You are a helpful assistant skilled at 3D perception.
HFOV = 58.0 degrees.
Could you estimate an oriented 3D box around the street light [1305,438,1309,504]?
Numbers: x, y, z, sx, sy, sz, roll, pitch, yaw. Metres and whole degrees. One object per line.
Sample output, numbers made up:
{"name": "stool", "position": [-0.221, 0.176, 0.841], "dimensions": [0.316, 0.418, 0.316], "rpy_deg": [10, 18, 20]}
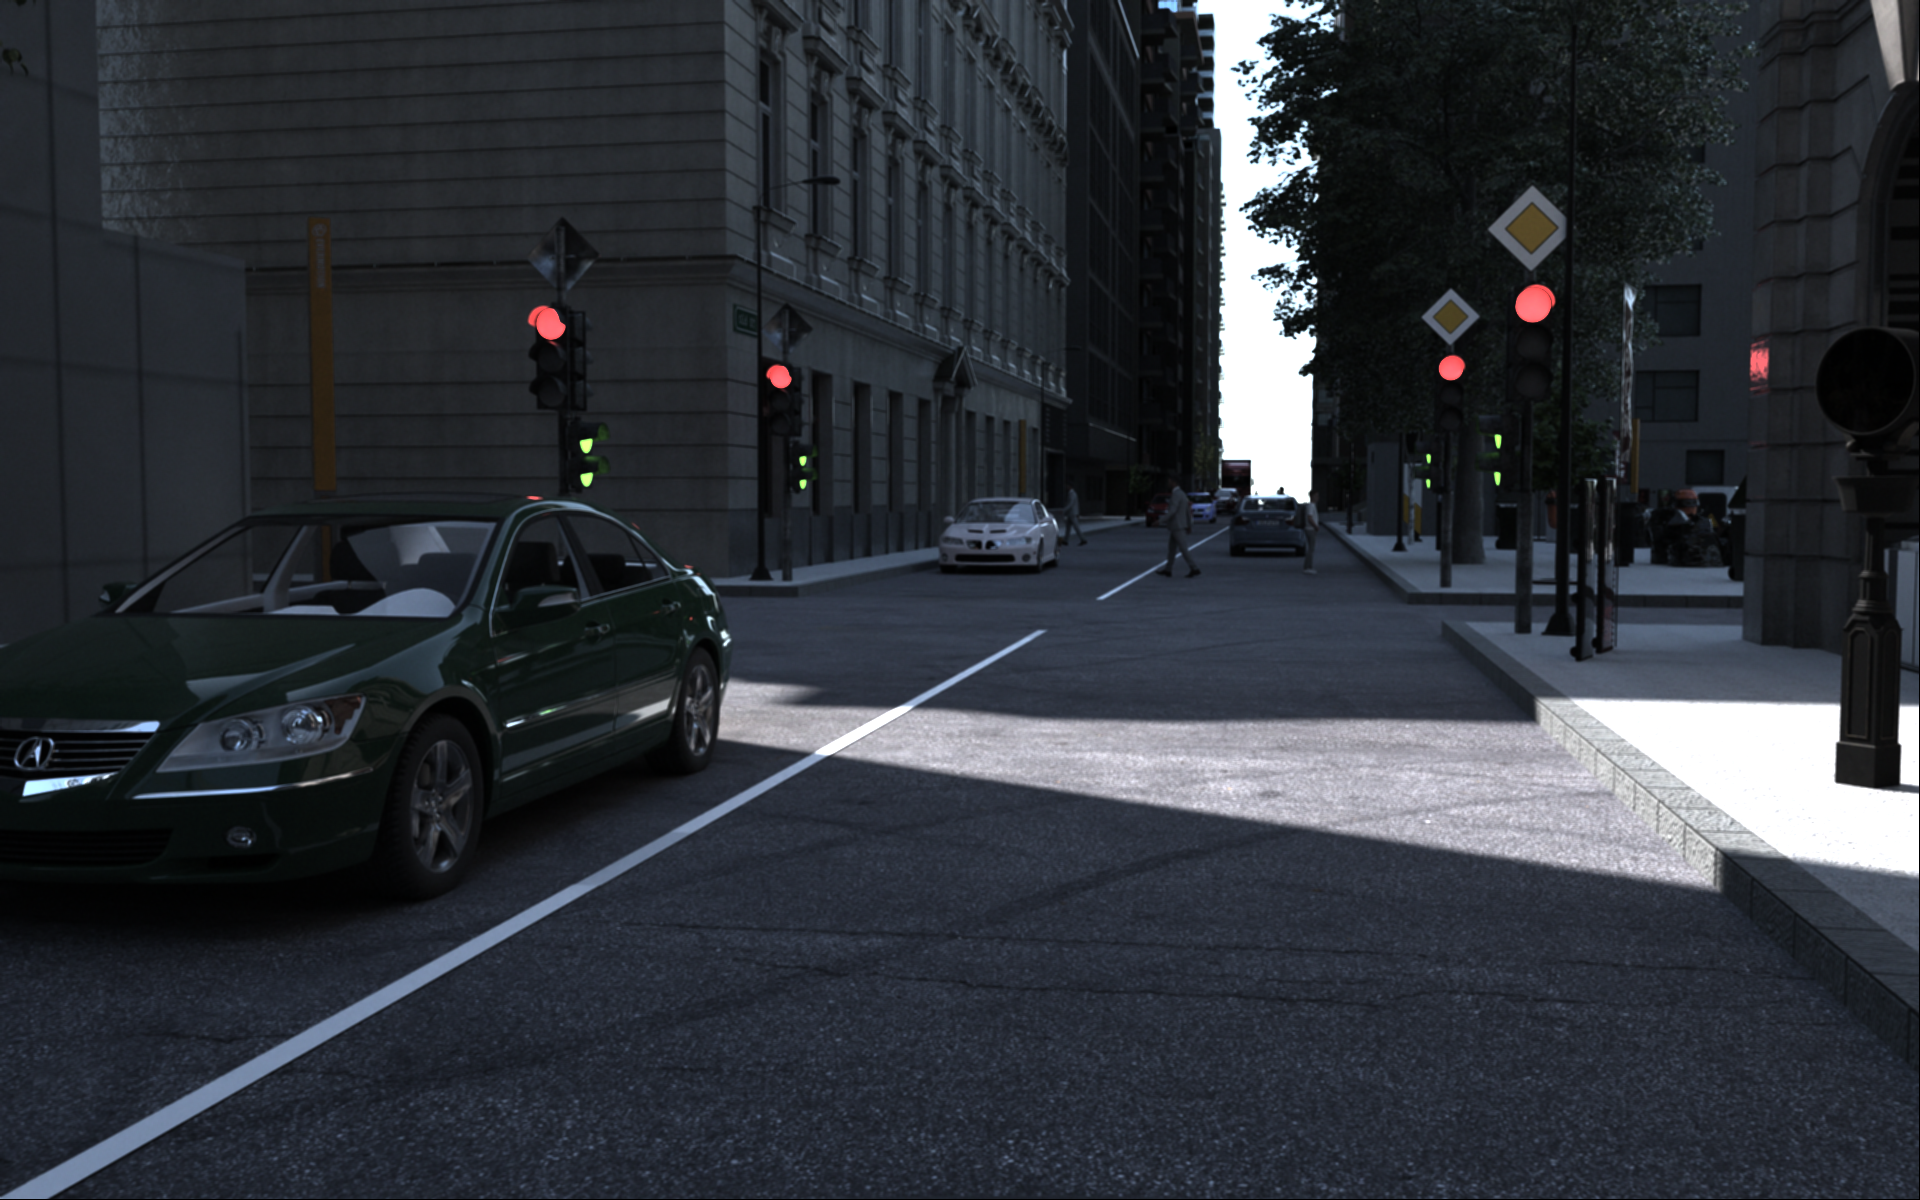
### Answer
{"name": "street light", "position": [23.676, -8.655, 114.057], "dimensions": [1.470, 5.913, 1.316], "rpy_deg": [1, 4, 11]}

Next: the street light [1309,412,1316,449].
{"name": "street light", "position": [20.567, -7.648, 97.583], "dimensions": [1.470, 5.913, 1.316], "rpy_deg": [1, 4, 11]}

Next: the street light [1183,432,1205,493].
{"name": "street light", "position": [17.377, -9.634, 130.053], "dimensions": [1.470, 5.913, 1.316], "rpy_deg": [1, 4, 11]}

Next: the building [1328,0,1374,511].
{"name": "building", "position": [29.796, -27.746, 103.755], "dimensions": [14.600, 45.320, 14.200], "rpy_deg": [1, 4, 11]}

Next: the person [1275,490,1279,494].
{"name": "person", "position": [26.015, -8.141, 141.735], "dimensions": [0.705, 1.807, 1.348], "rpy_deg": [-2, 4, -29]}

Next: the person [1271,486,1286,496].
{"name": "person", "position": [14.087, -4.149, 76.700], "dimensions": [0.532, 1.782, 0.716], "rpy_deg": [-3, 4, -39]}

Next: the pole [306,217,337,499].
{"name": "pole", "position": [-4.752, -1.167, 12.920], "dimensions": [0.158, 3.312, 0.155], "rpy_deg": [0, 3, 0]}

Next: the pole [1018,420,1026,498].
{"name": "pole", "position": [1.708, -3.285, 47.558], "dimensions": [0.158, 3.312, 0.155], "rpy_deg": [0, 3, 0]}

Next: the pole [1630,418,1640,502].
{"name": "pole", "position": [18.239, -3.241, 46.826], "dimensions": [0.158, 3.312, 0.155], "rpy_deg": [0, 3, 0]}

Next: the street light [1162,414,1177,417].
{"name": "street light", "position": [11.935, -7.855, 100.977], "dimensions": [1.470, 5.913, 1.316], "rpy_deg": [1, 4, 11]}

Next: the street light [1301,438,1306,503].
{"name": "street light", "position": [29.168, -10.435, 143.152], "dimensions": [1.470, 5.913, 1.316], "rpy_deg": [1, 4, 11]}

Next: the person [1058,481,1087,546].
{"name": "person", "position": [3.131, -2.412, 48.218], "dimensions": [0.850, 1.792, 0.678], "rpy_deg": [1, 4, 9]}

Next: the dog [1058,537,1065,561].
{"name": "dog", "position": [1.923, -1.091, 37.125], "dimensions": [0.406, 0.507, 0.540], "rpy_deg": [3, 5, 44]}

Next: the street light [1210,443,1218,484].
{"name": "street light", "position": [22.984, -11.410, 159.098], "dimensions": [1.470, 5.913, 1.316], "rpy_deg": [1, 4, 11]}

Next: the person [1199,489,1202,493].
{"name": "person", "position": [15.328, -6.195, 110.570], "dimensions": [1.217, 1.735, 0.721], "rpy_deg": [2, 4, 28]}

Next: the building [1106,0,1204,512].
{"name": "building", "position": [10.632, -30.781, 157.894], "dimensions": [22.147, 44.769, 28.867], "rpy_deg": [1, 4, 11]}

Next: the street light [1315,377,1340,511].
{"name": "street light", "position": [14.823, -5.843, 68.076], "dimensions": [1.470, 5.913, 1.316], "rpy_deg": [1, 4, 11]}

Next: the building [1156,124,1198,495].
{"name": "building", "position": [11.171, -22.306, 136.402], "dimensions": [14.160, 30.474, 14.107], "rpy_deg": [1, 4, 11]}

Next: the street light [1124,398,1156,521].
{"name": "street light", "position": [8.680, -6.804, 83.780], "dimensions": [1.470, 5.913, 1.316], "rpy_deg": [1, 4, 11]}

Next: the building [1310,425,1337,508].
{"name": "building", "position": [43.067, -51.414, 153.294], "dimensions": [22.319, 86.520, 31.000], "rpy_deg": [1, 4, 11]}

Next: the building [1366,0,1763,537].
{"name": "building", "position": [20.877, -17.496, 57.766], "dimensions": [14.160, 30.474, 14.107], "rpy_deg": [1, 4, 11]}

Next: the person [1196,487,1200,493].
{"name": "person", "position": [13.841, -5.631, 100.551], "dimensions": [1.348, 1.826, 0.705], "rpy_deg": [-1, 4, -10]}

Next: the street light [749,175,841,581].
{"name": "street light", "position": [-2.430, -3.239, 25.501], "dimensions": [1.470, 5.913, 1.316], "rpy_deg": [1, 4, 11]}

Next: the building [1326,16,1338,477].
{"name": "building", "position": [37.970, -28.749, 124.664], "dimensions": [22.147, 44.769, 28.867], "rpy_deg": [1, 4, 11]}

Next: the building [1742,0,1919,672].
{"name": "building", "position": [10.520, -9.811, 2.213], "dimensions": [13.314, 21.916, 24.055], "rpy_deg": [1, 4, 11]}

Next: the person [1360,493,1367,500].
{"name": "person", "position": [23.337, -5.604, 98.390], "dimensions": [1.217, 1.735, 0.721], "rpy_deg": [0, 4, 1]}

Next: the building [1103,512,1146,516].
{"name": "building", "position": [2.842, -28.161, 115.059], "dimensions": [22.147, 44.769, 28.867], "rpy_deg": [1, 4, 11]}

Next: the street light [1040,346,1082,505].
{"name": "street light", "position": [3.135, -5.026, 54.723], "dimensions": [1.470, 5.913, 1.316], "rpy_deg": [1, 4, 11]}

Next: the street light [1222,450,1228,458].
{"name": "street light", "position": [27.423, -12.873, 183.021], "dimensions": [1.470, 5.913, 1.316], "rpy_deg": [1, 4, 11]}

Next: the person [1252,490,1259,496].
{"name": "person", "position": [21.506, -7.118, 125.607], "dimensions": [1.217, 1.743, 0.721], "rpy_deg": [0, 4, 2]}

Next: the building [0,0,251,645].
{"name": "building", "position": [-19.487, -34.849, 8.041], "dimensions": [20.611, 71.187, 20.563], "rpy_deg": [1, 4, 11]}

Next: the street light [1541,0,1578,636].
{"name": "street light", "position": [4.960, -2.642, 15.733], "dimensions": [1.470, 5.913, 1.316], "rpy_deg": [1, 4, 11]}

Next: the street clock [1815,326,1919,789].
{"name": "street clock", "position": [4.010, -0.185, 7.594], "dimensions": [0.358, 2.002, 0.471], "rpy_deg": [-2, 4, -29]}

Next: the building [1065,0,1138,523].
{"name": "building", "position": [0.216, -17.600, 81.264], "dimensions": [14.314, 27.812, 24.014], "rpy_deg": [1, 4, 11]}

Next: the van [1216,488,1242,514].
{"name": "van", "position": [19.523, -7.284, 126.112], "dimensions": [2.013, 2.044, 4.112], "rpy_deg": [1, 4, 12]}

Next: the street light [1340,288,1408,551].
{"name": "street light", "position": [9.342, -4.054, 38.819], "dimensions": [1.470, 5.913, 1.316], "rpy_deg": [1, 4, 11]}

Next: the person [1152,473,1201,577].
{"name": "person", "position": [3.758, -1.291, 29.876], "dimensions": [0.850, 1.792, 0.678], "rpy_deg": [1, 4, 22]}

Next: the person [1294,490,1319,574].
{"name": "person", "position": [6.307, -1.227, 31.154], "dimensions": [0.523, 1.515, 0.503], "rpy_deg": [-2, 4, -26]}

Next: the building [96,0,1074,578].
{"name": "building", "position": [-7.288, -16.611, 48.004], "dimensions": [17.030, 29.872, 44.131], "rpy_deg": [1, 4, 11]}

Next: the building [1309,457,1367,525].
{"name": "building", "position": [33.397, -23.896, 82.584], "dimensions": [32.217, 40.220, 23.993], "rpy_deg": [1, 4, 11]}
